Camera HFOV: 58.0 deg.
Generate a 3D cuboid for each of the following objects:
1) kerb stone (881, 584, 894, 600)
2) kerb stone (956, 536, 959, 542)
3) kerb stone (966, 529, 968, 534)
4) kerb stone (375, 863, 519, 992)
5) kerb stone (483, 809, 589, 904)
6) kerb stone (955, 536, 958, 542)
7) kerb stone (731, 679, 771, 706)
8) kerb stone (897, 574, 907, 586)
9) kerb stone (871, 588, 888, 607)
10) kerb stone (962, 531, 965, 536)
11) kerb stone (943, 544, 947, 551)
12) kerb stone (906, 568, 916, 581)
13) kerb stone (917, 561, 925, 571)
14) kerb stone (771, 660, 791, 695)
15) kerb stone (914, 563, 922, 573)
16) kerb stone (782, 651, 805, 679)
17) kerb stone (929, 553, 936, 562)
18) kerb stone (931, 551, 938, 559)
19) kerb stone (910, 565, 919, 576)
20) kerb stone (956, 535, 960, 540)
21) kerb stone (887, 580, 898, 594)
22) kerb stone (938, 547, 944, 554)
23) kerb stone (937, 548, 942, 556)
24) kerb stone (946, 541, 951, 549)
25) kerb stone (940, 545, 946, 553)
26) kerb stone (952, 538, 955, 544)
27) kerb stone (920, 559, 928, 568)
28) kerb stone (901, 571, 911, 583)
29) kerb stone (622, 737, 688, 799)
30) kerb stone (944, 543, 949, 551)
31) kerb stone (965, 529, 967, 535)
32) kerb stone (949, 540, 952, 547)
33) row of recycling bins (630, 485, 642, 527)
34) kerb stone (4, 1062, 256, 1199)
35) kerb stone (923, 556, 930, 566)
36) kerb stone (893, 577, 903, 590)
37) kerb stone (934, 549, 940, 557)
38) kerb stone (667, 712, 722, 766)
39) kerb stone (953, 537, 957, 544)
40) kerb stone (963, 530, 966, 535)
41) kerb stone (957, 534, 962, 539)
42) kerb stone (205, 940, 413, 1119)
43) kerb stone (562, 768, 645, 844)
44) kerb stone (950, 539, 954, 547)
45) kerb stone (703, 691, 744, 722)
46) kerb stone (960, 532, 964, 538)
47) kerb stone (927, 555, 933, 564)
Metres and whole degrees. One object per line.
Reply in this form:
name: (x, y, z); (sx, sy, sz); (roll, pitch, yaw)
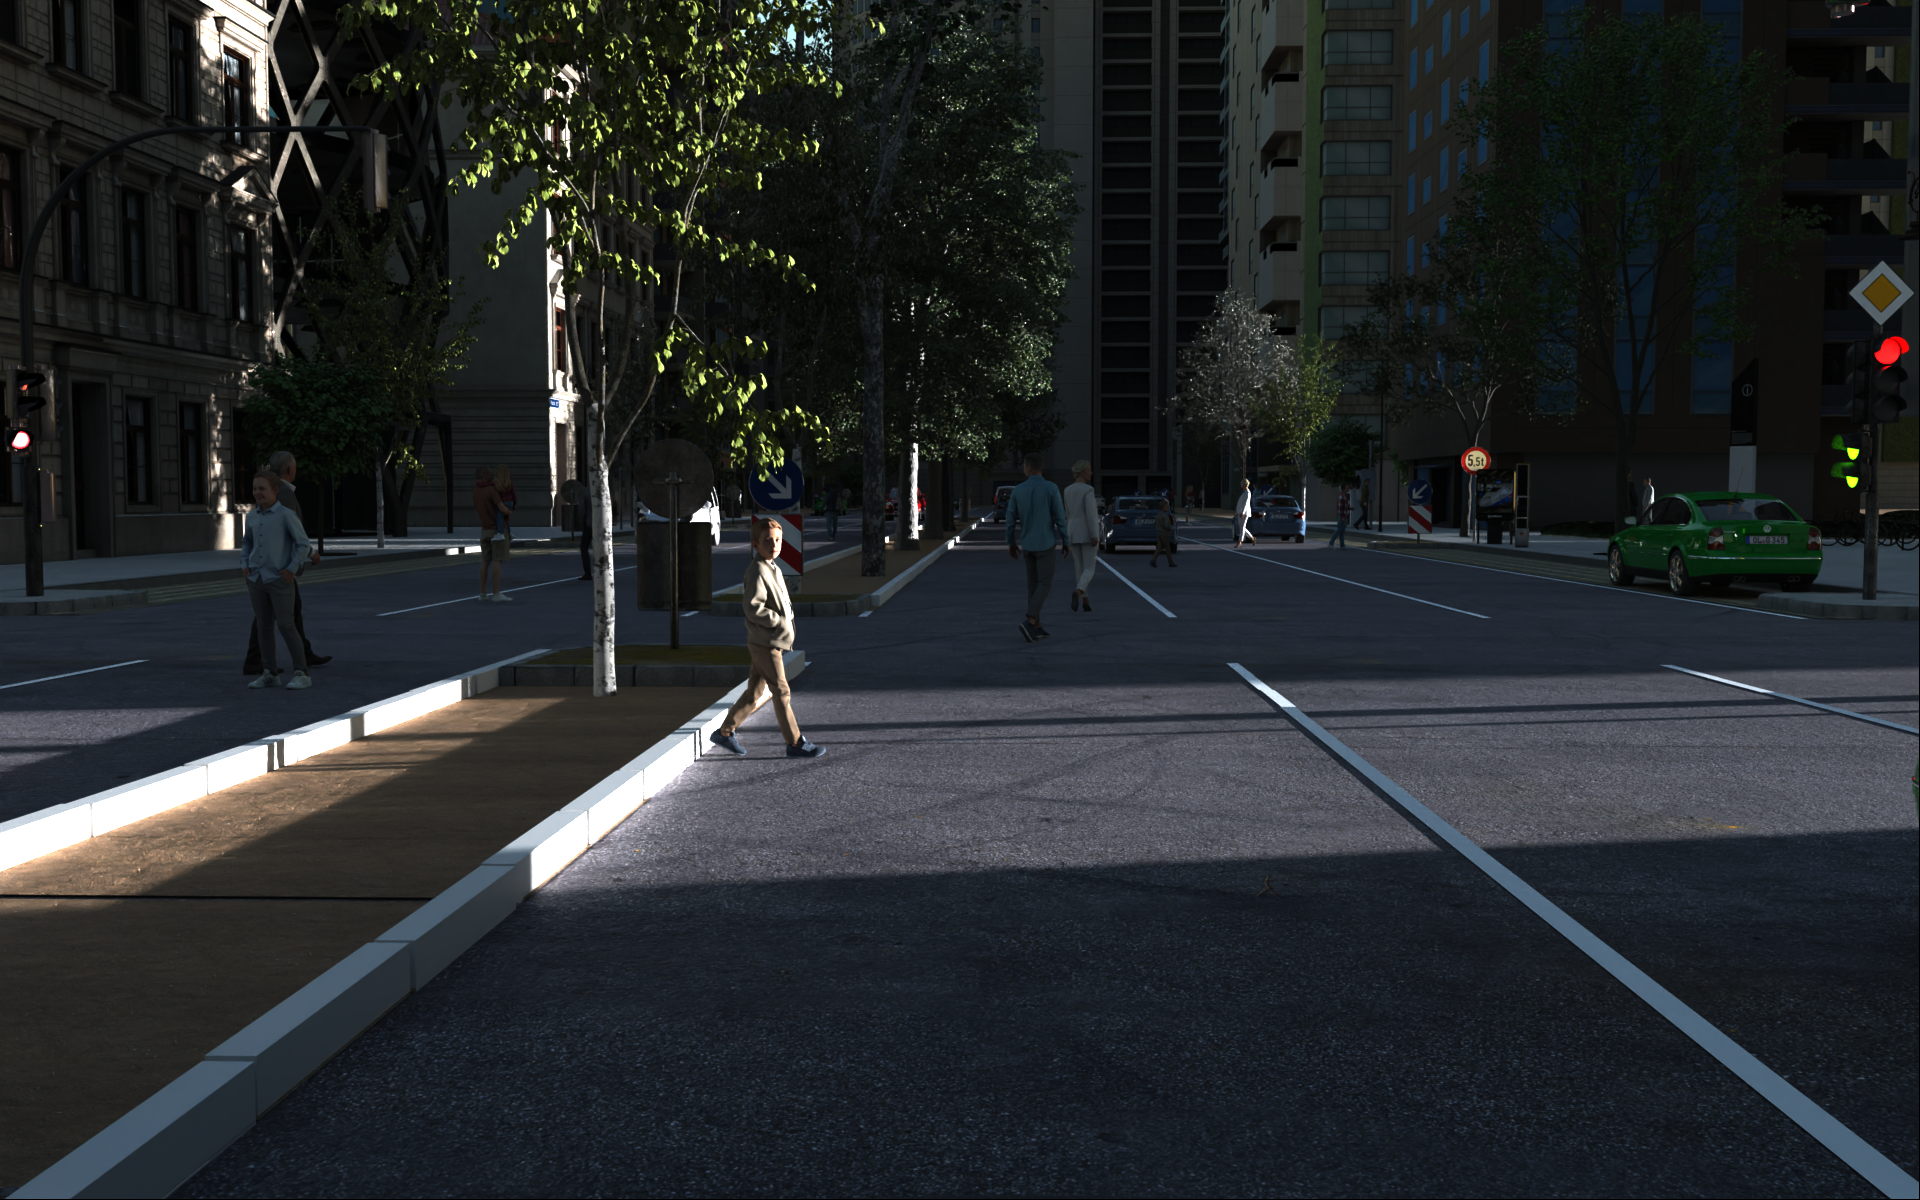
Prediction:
kerb stone: (-1.032, -0.078, 23.511); (0.120, 0.150, 1.000); (0, 4, 2)
kerb stone: (-0.174, -1.701, 50.155); (0.120, 0.150, 1.000); (0, 4, 2)
kerb stone: (0.124, -2.274, 59.374); (0.120, 0.150, 1.000); (0, 4, 2)
kerb stone: (-1.609, 1.022, 5.481); (0.120, 0.150, 1.000); (0, 4, 2)
kerb stone: (-1.586, 0.959, 6.510); (0.120, 0.150, 1.000); (0, 4, 2)
kerb stone: (-0.214, -1.647, 49.132); (0.120, 0.150, 1.000); (0, 4, 2)
kerb stone: (-1.422, 0.645, 11.651); (0.120, 0.150, 1.000); (0, 4, 2)
kerb stone: (-0.936, -0.268, 26.583); (0.120, 0.150, 1.000); (0, 4, 2)
kerb stone: (-1.065, -0.018, 22.489); (0.120, 0.150, 1.000); (0, 4, 2)
kerb stone: (0.020, -2.086, 56.300); (0.120, 0.150, 1.000); (0, 4, 2)
kerb stone: (-0.444, -1.208, 41.952); (0.120, 0.150, 1.000); (0, 4, 2)
kerb stone: (-0.866, -0.393, 28.627); (0.120, 0.150, 1.000); (0, 4, 2)
kerb stone: (-0.767, -0.582, 31.712); (0.120, 0.150, 1.000); (0, 4, 2)
kerb stone: (-1.379, 0.582, 12.675); (0.120, 0.150, 1.000); (0, 4, 2)
kerb stone: (-0.804, -0.513, 30.677); (0.120, 0.150, 1.000); (0, 4, 2)
kerb stone: (-1.347, 0.520, 13.699); (0.120, 0.150, 1.000); (0, 4, 2)
kerb stone: (-0.630, -0.833, 35.807); (0.120, 0.150, 1.000); (0, 4, 2)
kerb stone: (-0.604, -0.895, 36.829); (0.120, 0.150, 1.000); (0, 4, 2)
kerb stone: (-0.831, -0.456, 29.652); (0.120, 0.150, 1.000); (0, 4, 2)
kerb stone: (-0.146, -1.773, 51.177); (0.120, 0.150, 1.000); (0, 4, 2)
kerb stone: (-1.003, -0.140, 24.538); (0.120, 0.150, 1.000); (0, 4, 2)
kerb stone: (-0.516, -1.080, 39.909); (0.120, 0.150, 1.000); (0, 4, 2)
kerb stone: (-0.542, -1.021, 38.883); (0.120, 0.150, 1.000); (0, 4, 2)
kerb stone: (-0.374, -1.333, 43.995); (0.120, 0.150, 1.000); (0, 4, 2)
kerb stone: (-0.470, -1.146, 40.930); (0.120, 0.150, 1.000); (0, 4, 2)
kerb stone: (-0.270, -1.522, 47.072); (0.120, 0.150, 1.000); (0, 4, 2)
kerb stone: (-0.740, -0.638, 32.743); (0.120, 0.150, 1.000); (0, 4, 2)
kerb stone: (-0.904, -0.330, 27.605); (0.120, 0.150, 1.000); (0, 4, 2)
kerb stone: (-1.511, 0.833, 8.568); (0.120, 0.150, 1.000); (0, 4, 2)
kerb stone: (-0.410, -1.271, 42.974); (0.120, 0.150, 1.000); (0, 4, 2)
kerb stone: (0.083, -2.210, 58.345); (0.120, 0.150, 1.000); (0, 4, 2)
kerb stone: (-0.340, -1.396, 45.027); (0.120, 0.150, 1.000); (0, 4, 2)
row of recycling bins: (-12.265, -3.762, 68.613); (1.069, 1.692, 3.534); (0, 4, 3)
kerb stone: (-1.677, 1.152, 3.437); (0.120, 0.150, 1.000); (0, 4, 2)
kerb stone: (-0.710, -0.708, 33.764); (0.120, 0.150, 1.000); (0, 4, 2)
kerb stone: (-0.967, -0.205, 25.560); (0.120, 0.150, 1.000); (0, 4, 2)
kerb stone: (-0.573, -0.958, 37.857); (0.120, 0.150, 1.000); (0, 4, 2)
kerb stone: (-1.476, 0.771, 9.594); (0.120, 0.150, 1.000); (0, 4, 2)
kerb stone: (-0.244, -1.584, 48.094); (0.120, 0.150, 1.000); (0, 4, 2)
kerb stone: (0.052, -2.148, 57.322); (0.120, 0.150, 1.000); (0, 4, 2)
kerb stone: (-0.105, -1.831, 52.198); (0.120, 0.150, 1.000); (0, 4, 2)
kerb stone: (-1.650, 1.086, 4.459); (0.120, 0.150, 1.000); (0, 4, 2)
kerb stone: (-1.548, 0.897, 7.537); (0.120, 0.150, 1.000); (0, 4, 2)
kerb stone: (-0.312, -1.459, 46.049); (0.120, 0.150, 1.000); (0, 4, 2)
kerb stone: (-1.445, 0.709, 10.621); (0.120, 0.150, 1.000); (0, 4, 2)
kerb stone: (-0.044, -1.960, 54.247); (0.120, 0.150, 1.000); (0, 4, 2)
kerb stone: (-0.675, -0.770, 34.786); (0.120, 0.150, 1.000); (0, 4, 2)
